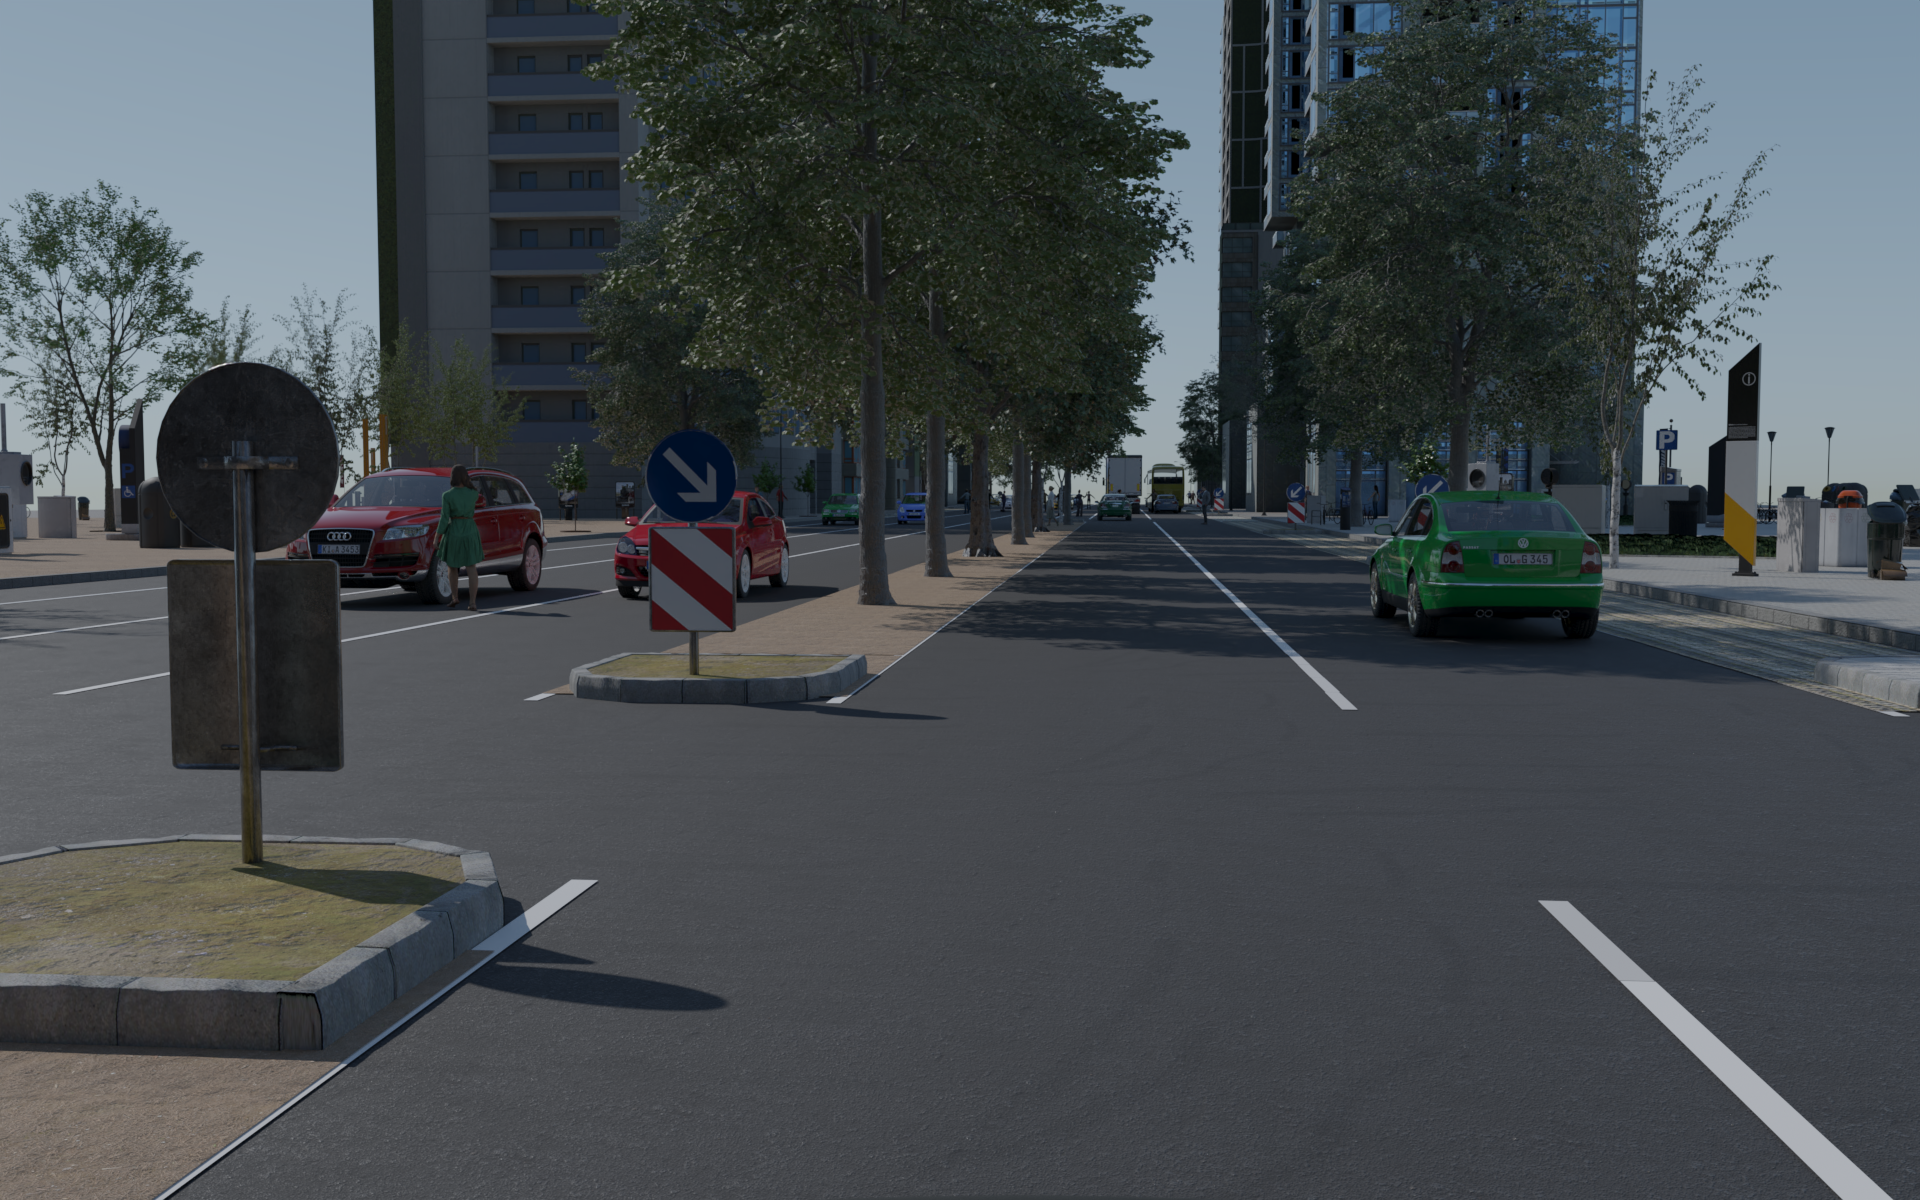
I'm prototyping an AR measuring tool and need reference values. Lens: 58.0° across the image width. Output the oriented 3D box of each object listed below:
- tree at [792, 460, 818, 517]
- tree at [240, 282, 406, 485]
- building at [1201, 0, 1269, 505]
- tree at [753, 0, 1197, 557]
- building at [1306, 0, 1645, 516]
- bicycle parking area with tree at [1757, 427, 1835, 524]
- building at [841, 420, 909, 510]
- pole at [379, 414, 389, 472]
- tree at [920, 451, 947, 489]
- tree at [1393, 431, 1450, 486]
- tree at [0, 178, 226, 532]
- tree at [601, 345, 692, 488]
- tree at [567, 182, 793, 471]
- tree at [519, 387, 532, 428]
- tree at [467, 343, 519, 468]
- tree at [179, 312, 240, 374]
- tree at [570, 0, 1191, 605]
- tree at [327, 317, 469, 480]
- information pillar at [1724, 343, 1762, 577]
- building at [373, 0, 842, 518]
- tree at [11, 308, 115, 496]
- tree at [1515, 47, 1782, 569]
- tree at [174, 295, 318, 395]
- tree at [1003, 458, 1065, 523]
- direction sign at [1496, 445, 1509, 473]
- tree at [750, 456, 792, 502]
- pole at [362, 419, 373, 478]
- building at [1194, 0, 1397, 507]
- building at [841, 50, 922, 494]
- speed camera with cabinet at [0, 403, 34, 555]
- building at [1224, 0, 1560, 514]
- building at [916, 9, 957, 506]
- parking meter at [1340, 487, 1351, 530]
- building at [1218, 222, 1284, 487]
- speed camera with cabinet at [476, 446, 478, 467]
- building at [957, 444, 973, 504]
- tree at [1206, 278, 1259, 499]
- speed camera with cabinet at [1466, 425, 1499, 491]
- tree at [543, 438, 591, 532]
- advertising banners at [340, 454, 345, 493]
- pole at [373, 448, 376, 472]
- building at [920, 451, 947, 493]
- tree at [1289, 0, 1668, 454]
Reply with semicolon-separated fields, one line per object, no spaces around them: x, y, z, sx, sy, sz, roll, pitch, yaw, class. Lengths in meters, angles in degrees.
-8.573;-6.345;98.344;1.663;3.219;1.824;0;3;0;tree
-22.092;-6.772;61.079;4.360;8.622;3.978;0;3;0;tree
39.149;-46.692;201.672;20.563;71.187;20.611;0;4;5;building
0.467;-7.317;39.100;9.611;12.733;9.660;0;3;0;tree
31.316;-48.904;112.250;22.319;86.520;31.000;0;4;5;building
36.942;-5.484;76.658;9.016;4.147;8.231;1;4;13;bicycle parking area with tree
-19.499;-17.668;133.917;27.650;21.520;28.899;0;4;5;building
-14.756;-3.093;44.416;0.158;3.312;0.155;0;3;0;pole
-2.973;-13.126;164.976;4.360;8.622;3.978;0;3;0;tree
14.479;-3.589;53.286;1.663;3.219;1.824;0;3;0;tree
-28.982;-8.111;58.374;9.928;11.665;9.643;0;3;0;tree
-14.507;-8.040;81.809;4.360;8.622;3.978;0;3;0;tree
-11.362;-10.125;72.192;9.857;13.997;8.962;0;3;0;tree
-23.070;-8.127;83.245;4.737;8.622;4.395;0;3;0;tree
-23.340;-7.860;78.876;4.737;8.622;4.395;0;3;0;tree
-30.069;-7.376;70.968;4.360;8.622;3.978;0;3;0;tree
-1.044;-6.177;21.573;7.486;12.596;7.792;0;3;0;tree
-23.709;-7.473;72.538;4.737;8.622;4.395;0;3;0;tree
12.220;-2.182;27.024;0.183;3.616;0.504;-3;5;-43;information pillar
-19.842;-34.345;103.543;21.231;58.520;28.212;0;4;5;building
-35.763;-7.260;69.065;4.360;8.622;3.978;0;3;0;tree
11.508;-4.846;29.603;4.360;8.622;3.978;0;3;0;tree
-27.567;-7.020;65.135;4.737;8.622;4.395;0;3;0;tree
3.417;-7.339;72.817;4.737;8.622;4.395;0;3;0;tree
25.286;-5.434;80.838;0.876;3.537;0.379;-3;4;-36;direction sign
-9.867;-5.691;87.653;1.663;3.219;1.824;0;3;0;tree
-16.118;-3.253;47.036;0.158;3.312;0.155;0;3;0;pole
42.852;-55.906;226.726;22.319;86.520;31.000;0;4;5;building
-11.236;-28.787;154.263;14.154;41.232;14.086;0;4;5;building
-20.576;-2.615;37.093;0.660;3.252;2.038;0;4;-5;speed camera with cabinet
34.175;-50.788;143.060;22.319;86.520;31.000;0;4;5;building
-10.979;-54.410;202.276;22.319;86.520;31.000;0;4;5;building
13.733;-3.259;61.692;0.372;1.533;0.369;0;3;0;parking meter
34.673;-25.308;185.495;14.160;30.474;14.107;0;4;5;building
-19.293;-4.737;71.780;2.038;3.252;0.660;1;4;17;speed camera with cabinet
-8.285;-37.079;229.949;21.300;48.544;21.600;0;4;5;building
15.684;-9.866;67.970;9.857;13.997;8.962;0;3;0;tree
14.508;-3.394;49.835;0.660;3.252;2.038;-2;4;-33;speed camera with cabinet
-12.926;-3.903;58.419;1.663;3.219;1.824;0;3;0;tree
-27.242;-4.963;77.329;0.090;3.025;2.074;0;4;8;advertising banners
-25.878;-5.052;76.436;0.158;3.312;0.155;0;3;0;pole
-8.980;-32.451;180.685;14.600;45.320;14.200;0;4;5;building
12.583;-8.344;43.079;9.857;13.997;8.962;0;3;0;tree
